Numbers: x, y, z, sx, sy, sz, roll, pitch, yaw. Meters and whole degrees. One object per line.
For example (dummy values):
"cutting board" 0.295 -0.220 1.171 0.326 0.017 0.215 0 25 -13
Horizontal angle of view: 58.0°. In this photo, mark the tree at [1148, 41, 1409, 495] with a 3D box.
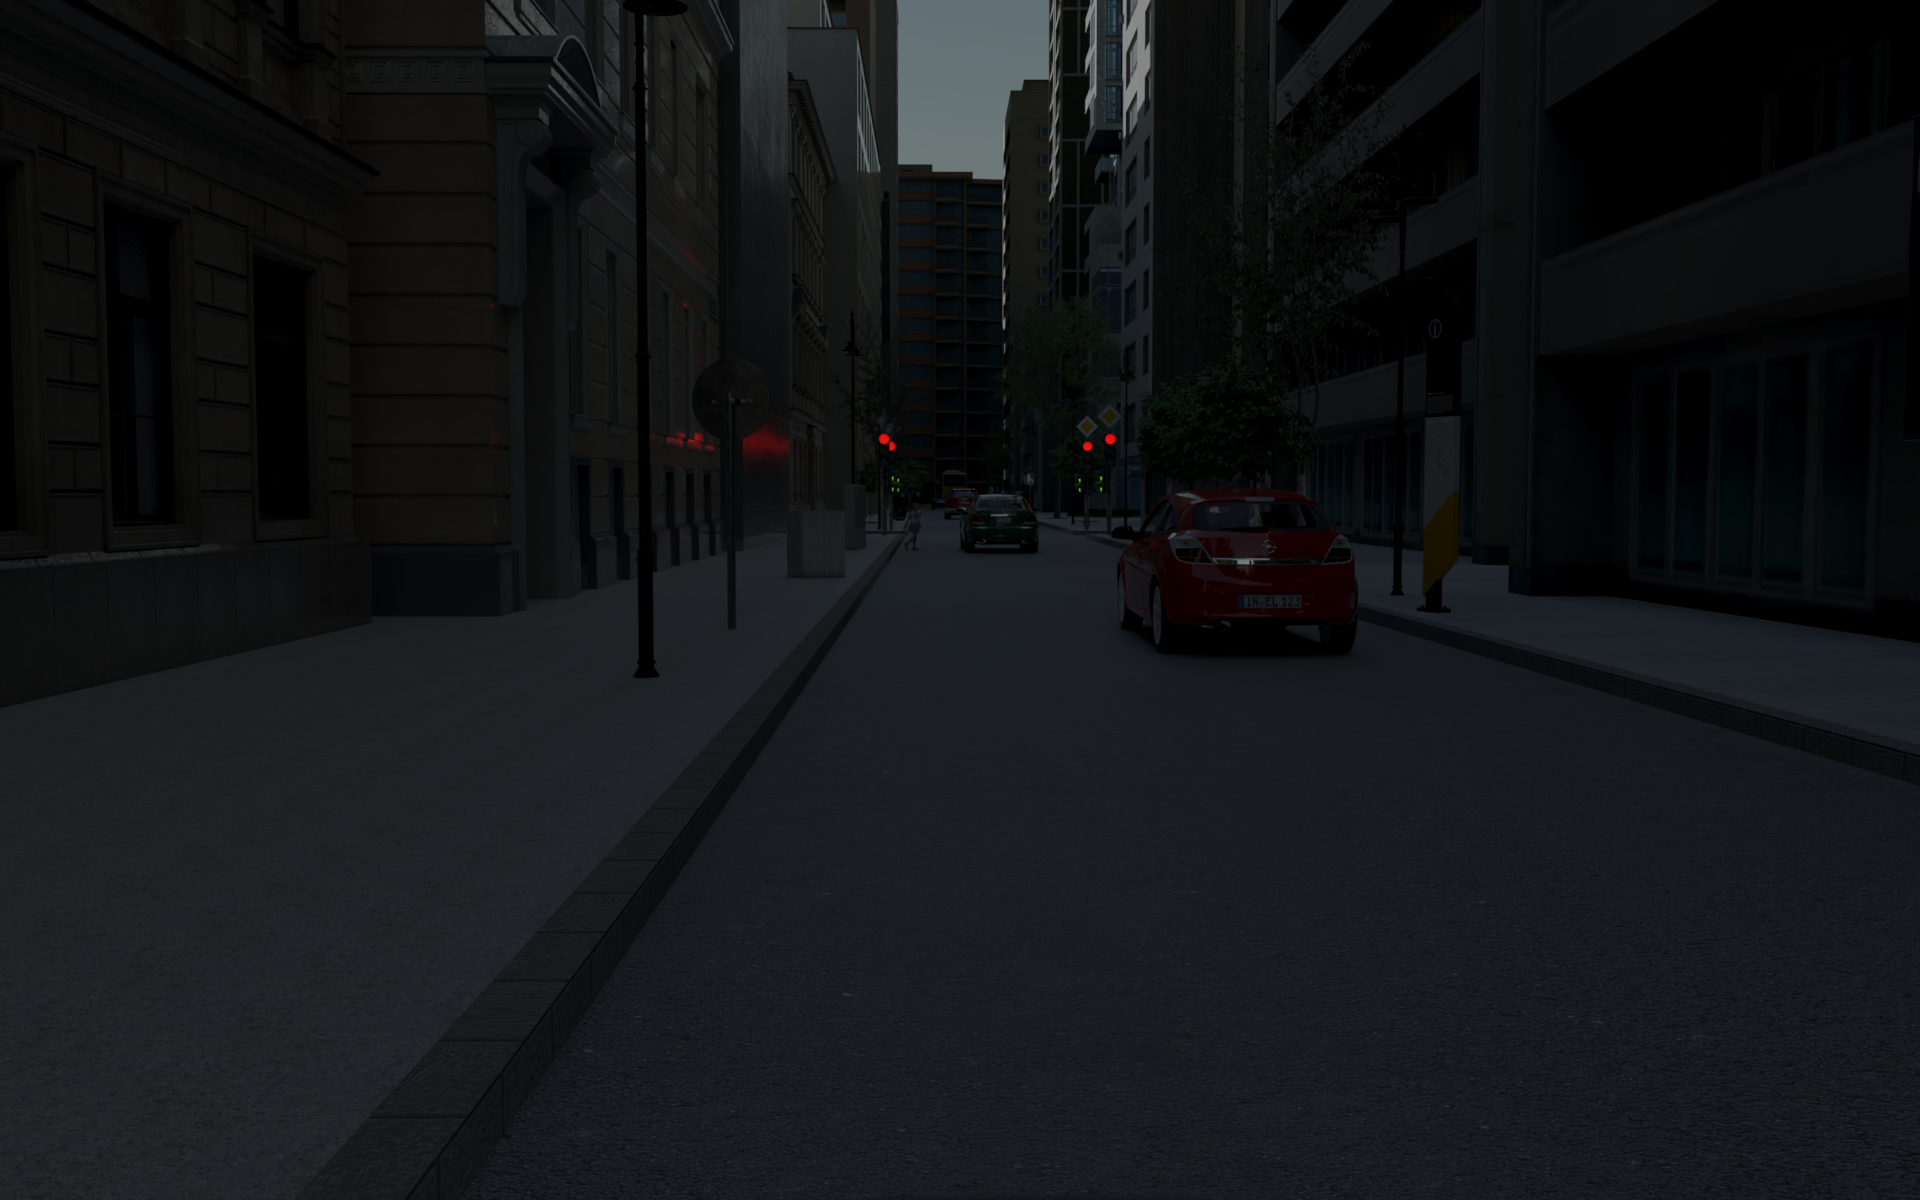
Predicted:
"tree" 5.271 -4.728 27.663 4.360 8.622 3.978 0 3 0

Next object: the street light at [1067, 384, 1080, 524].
"street light" 4.784 -6.139 73.165 0.468 5.910 1.993 0 4 -1

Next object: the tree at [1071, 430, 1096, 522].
"tree" 5.985 -3.765 45.264 4.285 4.588 4.351 0 3 0

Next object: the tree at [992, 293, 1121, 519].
"tree" 5.138 -10.019 89.573 9.928 11.665 9.643 0 3 0

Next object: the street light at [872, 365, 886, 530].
"street light" -2.897 -5.460 62.056 0.468 5.910 1.993 0 4 -1

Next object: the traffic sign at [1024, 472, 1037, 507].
"traffic sign" 4.149 -6.242 102.170 0.768 2.556 0.104 0 4 1

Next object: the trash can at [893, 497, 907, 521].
"trash can" -2.917 -4.387 83.383 0.748 1.137 0.748 0 3 0

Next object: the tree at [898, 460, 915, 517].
"tree" -3.462 -6.253 96.846 1.663 3.219 1.824 0 3 0

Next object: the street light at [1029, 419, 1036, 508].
"street light" 4.416 -8.073 104.782 0.468 5.910 1.993 0 4 -1

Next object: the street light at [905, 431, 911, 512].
"street light" -3.760 -9.313 125.056 0.468 5.910 1.993 0 4 -1

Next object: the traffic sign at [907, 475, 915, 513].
"traffic sign" -3.391 -6.998 114.525 0.768 2.556 0.104 0 4 2

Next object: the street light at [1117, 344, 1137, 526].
"street light" 5.126 -4.933 53.436 0.468 5.910 1.993 0 4 -1

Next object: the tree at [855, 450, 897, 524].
"tree" -3.818 -4.974 75.930 1.663 3.219 1.824 0 3 0

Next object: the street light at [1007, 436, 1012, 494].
"street light" 3.869 -10.000 136.280 0.468 5.910 1.993 0 4 -1

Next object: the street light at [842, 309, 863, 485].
"street light" -2.684 -4.323 43.471 0.468 5.910 1.993 0 4 -1

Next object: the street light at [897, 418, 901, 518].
"street light" -3.383 -7.386 93.555 0.468 5.910 1.993 0 4 -1

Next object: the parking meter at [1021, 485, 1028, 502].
"parking meter" 3.984 -6.159 106.405 0.399 1.863 0.255 3 5 45

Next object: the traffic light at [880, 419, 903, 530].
"traffic light" -2.443 -4.459 61.818 0.839 4.253 0.868 0 4 -1

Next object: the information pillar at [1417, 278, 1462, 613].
"information pillar" 5.183 -1.669 18.646 0.183 3.616 0.504 -2 4 -24

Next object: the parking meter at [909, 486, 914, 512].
"parking meter" -3.273 -6.732 115.782 0.255 1.863 0.399 -1 4 -20

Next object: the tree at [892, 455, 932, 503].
"tree" -4.019 -9.832 144.466 4.285 4.588 4.351 0 3 0

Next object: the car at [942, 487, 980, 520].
"car" 0.147 -5.529 99.076 2.281 1.827 5.304 0 4 -2

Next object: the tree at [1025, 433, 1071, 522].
"tree" 5.898 -5.921 80.521 4.285 4.588 4.351 0 3 0

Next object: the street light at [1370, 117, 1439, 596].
"street light" 5.543 -2.996 21.779 0.468 5.910 1.993 0 4 -1

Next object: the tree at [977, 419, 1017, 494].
"tree" 3.615 -13.371 168.982 4.737 8.622 4.395 0 3 0

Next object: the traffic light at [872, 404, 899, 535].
"traffic light" -2.328 -3.970 53.834 0.839 4.253 0.868 0 4 -1

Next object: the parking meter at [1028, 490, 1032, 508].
"parking meter" 4.407 -6.255 110.688 0.372 1.533 0.369 0 3 0

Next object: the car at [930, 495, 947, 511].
"car" -1.602 -8.403 149.967 1.945 1.354 3.894 0 4 0

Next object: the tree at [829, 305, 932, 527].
"tree" -3.026 -7.132 66.969 4.360 8.622 3.978 0 3 0

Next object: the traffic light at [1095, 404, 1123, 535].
"traffic light" 4.633 -3.977 53.951 0.839 4.253 0.868 0 4 -1

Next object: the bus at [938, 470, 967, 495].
"bus" -0.722 -11.368 177.407 2.896 3.916 12.252 0 4 -2

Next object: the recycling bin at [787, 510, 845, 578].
"recycling bin" -2.231 -0.870 26.784 0.722 1.027 0.722 -2 4 -25

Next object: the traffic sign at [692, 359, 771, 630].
"traffic sign" -2.164 -0.994 16.351 0.768 2.556 0.104 0 4 8

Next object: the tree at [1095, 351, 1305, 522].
"tree" 6.162 -3.373 38.869 4.285 4.588 4.351 0 3 0

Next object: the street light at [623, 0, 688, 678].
"street light" -2.200 -2.397 11.972 0.468 5.910 1.993 0 4 -1

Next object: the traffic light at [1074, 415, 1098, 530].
"traffic light" 4.517 -4.466 61.935 0.839 4.253 0.868 0 4 -1
